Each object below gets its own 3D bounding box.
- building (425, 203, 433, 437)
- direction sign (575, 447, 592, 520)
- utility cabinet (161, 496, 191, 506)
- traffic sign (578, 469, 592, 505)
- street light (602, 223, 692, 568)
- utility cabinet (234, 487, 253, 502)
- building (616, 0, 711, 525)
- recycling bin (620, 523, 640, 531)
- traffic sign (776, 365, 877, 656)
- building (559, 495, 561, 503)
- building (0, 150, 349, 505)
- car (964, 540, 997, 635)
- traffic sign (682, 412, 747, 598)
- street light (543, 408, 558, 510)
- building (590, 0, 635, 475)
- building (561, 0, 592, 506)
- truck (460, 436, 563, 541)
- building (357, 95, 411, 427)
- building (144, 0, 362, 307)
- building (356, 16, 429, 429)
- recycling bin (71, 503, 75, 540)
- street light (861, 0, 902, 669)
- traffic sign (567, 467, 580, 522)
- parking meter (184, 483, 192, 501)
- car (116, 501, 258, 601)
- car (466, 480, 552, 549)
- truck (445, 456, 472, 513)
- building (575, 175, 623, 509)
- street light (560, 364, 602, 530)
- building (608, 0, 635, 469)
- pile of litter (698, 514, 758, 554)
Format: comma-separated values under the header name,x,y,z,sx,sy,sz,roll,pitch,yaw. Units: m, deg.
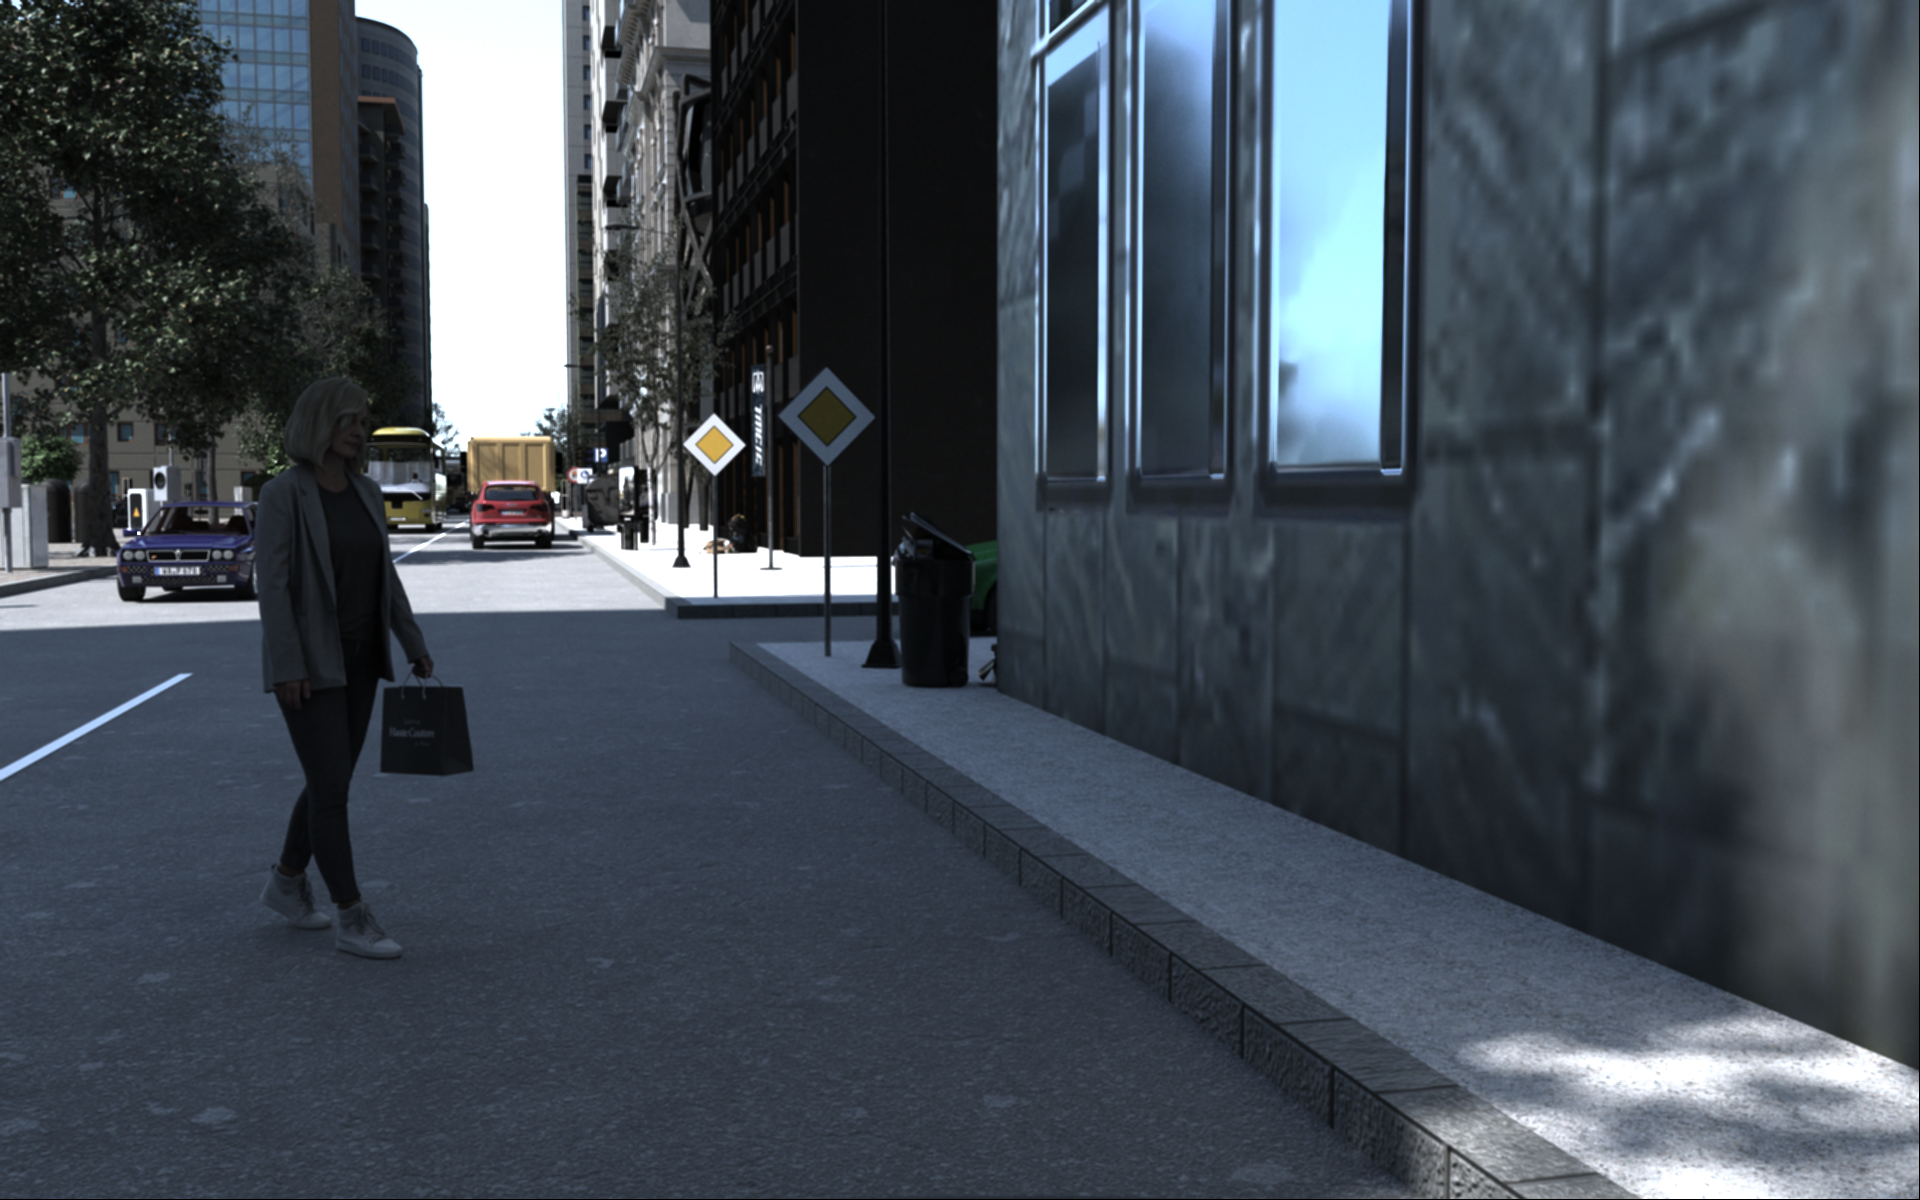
name,x,y,z,sx,sy,sz,roll,pitch,yaw
building,-79.303,-33.728,235.039,14.154,41.232,14.086,-1,4,-14
direction sign,-18.271,-5.639,84.203,0.876,3.537,0.379,-3,4,-37
utility cabinet,-28.496,-3.167,62.934,1.020,1.237,0.306,-3,5,-42
traffic sign,-15.030,-4.118,69.454,0.606,2.300,0.079,-1,4,-8
street light,-5.393,-3.511,29.945,1.470,5.913,1.316,-1,4,-14
utility cabinet,-21.572,-2.661,52.187,0.318,1.500,1.173,-2,4,-34
building,-9.004,-18.157,84.256,14.401,28.519,23.554,-1,4,-14
recycling bin,-11.293,-2.897,59.919,0.722,1.027,0.722,3,4,38
traffic sign,-1.048,-0.611,13.635,0.795,2.450,0.064,-1,4,-14
building,-39.575,-33.626,241.660,32.217,40.220,23.993,-1,4,-14
building,-51.841,-15.723,102.113,27.650,21.520,28.899,-1,4,-14
car,1.690,-0.551,17.807,4.718,1.807,1.959,-1,4,-16
traffic sign,-3.026,-1.084,21.372,0.795,2.450,0.064,-1,4,-14
street light,-21.719,-7.437,94.131,1.470,5.913,1.316,-1,4,-14
building,-15.655,-33.739,140.865,28.713,52.752,27.495,-1,4,-14
building,-33.648,-39.908,194.492,21.231,58.520,28.212,-1,4,-14
truck,-14.628,-3.709,56.560,3.469,3.379,9.791,-1,4,-14
building,-70.936,-32.455,185.255,22.147,44.769,28.867,-1,4,-14
building,-50.939,-28.996,124.201,14.600,45.320,14.200,-1,4,-14
building,-77.325,-41.045,213.084,21.231,58.520,28.212,-1,4,-14
recycling bin,-25.820,-2.357,51.083,0.722,1.027,0.722,3,5,41
street light,-1.089,-2.449,12.586,1.470,5.913,1.316,-1,4,-14
traffic sign,-17.889,-4.924,80.612,0.768,2.556,0.104,0,4,-8
parking meter,-39.138,-5.025,87.867,0.255,1.863,0.399,0,4,-4
car,-10.689,-0.733,24.571,1.945,1.354,3.894,-1,4,-13
car,-12.135,-2.327,46.714,2.281,1.827,5.304,-1,4,-16
truck,-38.503,-8.686,130.925,2.839,4.237,11.283,-1,4,-12
building,-28.361,-23.786,160.595,14.160,30.474,14.107,-1,4,-14
street light,-13.481,-5.476,62.075,1.470,5.913,1.316,-1,4,-14
building,-10.571,-30.142,112.425,23.786,49.044,30.456,-1,4,-14
pile of litter,-5.072,-1.448,37.640,1.176,0.858,1.719,3,4,39
